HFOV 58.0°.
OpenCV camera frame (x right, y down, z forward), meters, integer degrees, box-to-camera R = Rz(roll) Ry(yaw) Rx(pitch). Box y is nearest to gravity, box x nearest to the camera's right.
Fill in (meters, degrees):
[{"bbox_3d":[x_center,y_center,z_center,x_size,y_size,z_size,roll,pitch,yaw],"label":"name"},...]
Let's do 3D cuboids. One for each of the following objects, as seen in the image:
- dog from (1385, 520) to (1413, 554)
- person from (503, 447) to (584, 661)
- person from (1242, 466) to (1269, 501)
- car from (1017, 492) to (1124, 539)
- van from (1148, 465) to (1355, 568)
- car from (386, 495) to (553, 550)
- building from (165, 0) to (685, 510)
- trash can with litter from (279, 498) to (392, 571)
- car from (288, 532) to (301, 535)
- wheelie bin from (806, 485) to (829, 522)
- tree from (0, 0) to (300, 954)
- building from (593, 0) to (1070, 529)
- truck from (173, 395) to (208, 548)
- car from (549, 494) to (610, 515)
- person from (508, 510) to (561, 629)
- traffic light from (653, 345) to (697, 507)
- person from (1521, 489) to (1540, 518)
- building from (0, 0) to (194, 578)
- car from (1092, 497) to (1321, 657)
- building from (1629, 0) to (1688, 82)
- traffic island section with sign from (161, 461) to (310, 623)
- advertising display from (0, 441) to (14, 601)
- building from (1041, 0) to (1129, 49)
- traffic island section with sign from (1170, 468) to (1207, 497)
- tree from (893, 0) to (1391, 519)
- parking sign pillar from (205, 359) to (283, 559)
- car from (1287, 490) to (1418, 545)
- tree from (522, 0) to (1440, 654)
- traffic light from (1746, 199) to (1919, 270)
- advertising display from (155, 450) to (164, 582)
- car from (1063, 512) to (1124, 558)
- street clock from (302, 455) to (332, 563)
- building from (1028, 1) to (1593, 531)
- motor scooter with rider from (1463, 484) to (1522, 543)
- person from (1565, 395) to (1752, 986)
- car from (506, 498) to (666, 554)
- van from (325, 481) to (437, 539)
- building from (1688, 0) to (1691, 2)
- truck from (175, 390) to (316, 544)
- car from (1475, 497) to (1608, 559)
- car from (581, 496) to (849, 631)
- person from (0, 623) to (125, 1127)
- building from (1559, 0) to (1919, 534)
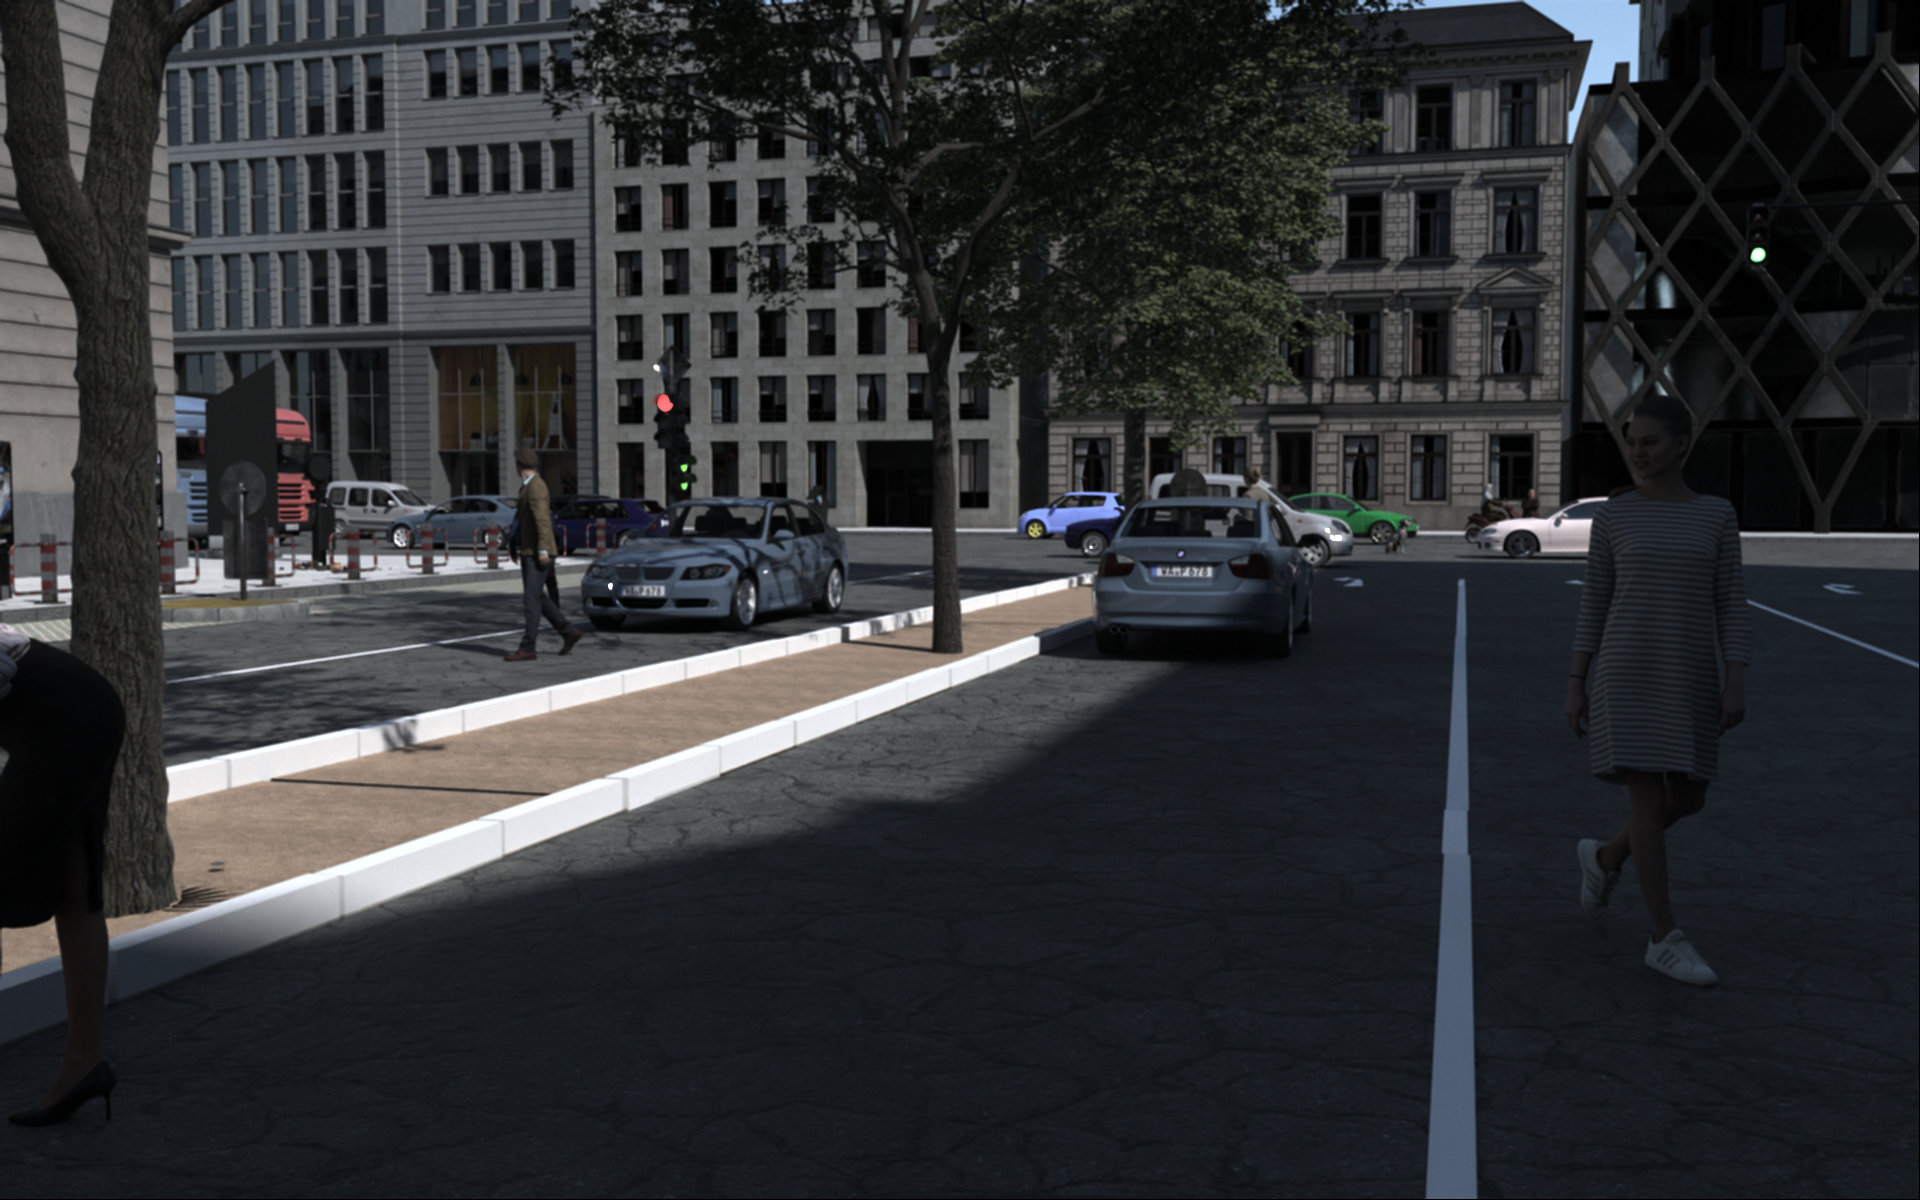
[{"bbox_3d":[10.497,-1.527,41.810,0.513,0.831,0.800,-1,4,-21],"label":"dog"},{"bbox_3d":[-3.679,-0.411,15.124,0.656,1.842,0.836,3,5,43],"label":"person"},{"bbox_3d":[3.330,-0.668,19.966,0.362,1.759,0.519,3,5,43],"label":"person"},{"bbox_3d":[3.658,-2.786,55.148,3.694,1.707,1.945,1,4,16],"label":"car"},{"bbox_3d":[5.749,-1.677,34.427,4.112,2.044,2.013,1,4,15],"label":"van"},{"bbox_3d":[-12.770,-2.028,45.155,4.499,1.417,2.014,1,4,18],"label":"car"},{"bbox_3d":[-27.068,-18.332,77.219,29.804,29.767,11.434,1,4,16],"label":"building"},{"bbox_3d":[-10.849,-1.142,29.733,1.678,1.210,2.233,-2,4,-34],"label":"trash can with litter"},{"bbox_3d":[-24.753,-2.944,59.931,4.920,1.459,2.131,1,4,17],"label":"car"},{"bbox_3d":[-5.223,-3.411,63.674,0.693,1.594,0.980,-2,4,-34],"label":"wheelie bin"},{"bbox_3d":[-2.852,-4.726,5.483,9.928,11.665,9.643,0,3,0],"label":"tree"},{"bbox_3d":[-4.777,-13.203,70.614,16.860,20.320,10.420,1,4,16],"label":"building"},{"bbox_3d":[-27.319,-3.465,46.414,18.799,4.110,2.967,1,4,18],"label":"truck"},{"bbox_3d":[-10.591,-2.476,50.269,4.222,1.686,2.009,1,4,15],"label":"car"},{"bbox_3d":[-4.459,-0.449,18.538,0.574,1.496,0.600,1,4,15],"label":"person"},{"bbox_3d":[-5.411,-2.673,32.621,0.839,4.253,0.868,1,4,16],"label":"traffic light"},{"bbox_3d":[14.275,-1.990,43.300,0.482,1.546,0.388,1,4,18],"label":"person"},{"bbox_3d":[-25.775,-14.610,26.268,23.554,28.519,14.401,1,4,16],"label":"building"},{"bbox_3d":[2.414,-0.285,16.667,2.014,1.417,4.499,1,4,15],"label":"car"},{"bbox_3d":[76.163,-34.645,155.682,28.713,52.752,27.495,1,4,16],"label":"building"},{"bbox_3d":[-8.757,-0.706,20.169,1.989,1.847,2.006,1,4,16],"label":"traffic island section with sign"},{"bbox_3d":[-11.614,-0.960,20.908,0.123,1.923,0.974,-1,4,-16],"label":"advertising display"},{"bbox_3d":[9.543,-36.544,139.487,21.231,58.520,28.212,1,4,16],"label":"building"},{"bbox_3d":[3.888,-1.356,30.311,2.006,1.907,1.989,1,4,16],"label":"traffic island section with sign"},{"bbox_3d":[2.624,-6.456,26.142,7.486,12.596,7.792,0,3,0],"label":"tree"},{"bbox_3d":[-14.360,-2.822,34.620,1.447,3.967,1.447,-2,4,-27],"label":"parking sign pillar"},{"bbox_3d":[10.744,-2.506,49.764,4.718,1.807,1.959,1,4,17],"label":"car"},{"bbox_3d":[0.007,-4.813,15.569,8.767,10.594,7.601,1,4,16],"label":"tree"},{"bbox_3d":[14.613,-3.182,26.699,4.771,5.953,1.251,1,4,16],"label":"traffic light"},{"bbox_3d":[-11.744,-1.195,24.754,0.123,1.923,0.974,1,4,11],"label":"advertising display"},{"bbox_3d":[4.345,-1.614,38.970,3.894,1.354,1.945,1,4,17],"label":"car"},{"bbox_3d":[-12.012,-1.702,32.406,0.358,2.002,0.471,3,4,39],"label":"street clock"},{"bbox_3d":[13.125,-12.279,65.390,19.286,19.102,10.561,1,4,16],"label":"building"},{"bbox_3d":[15.567,-2.519,50.147,1.986,1.779,0.876,1,4,17],"label":"motor scooter with rider"},{"bbox_3d":[2.117,0.238,5.359,0.466,1.731,0.760,-1,4,-15],"label":"person"},{"bbox_3d":[-8.503,-1.697,40.324,3.894,1.354,1.945,1,4,16],"label":"car"},{"bbox_3d":[-18.137,-2.941,55.100,4.112,2.044,2.013,1,4,14],"label":"van"},{"bbox_3d":[65.673,-42.502,133.158,20.563,71.187,20.611,1,4,16],"label":"building"},{"bbox_3d":[-22.923,-3.654,48.652,11.283,4.237,2.839,1,4,18],"label":"truck"},{"bbox_3d":[13.954,-1.594,38.420,4.827,1.381,2.083,1,4,15],"label":"car"},{"bbox_3d":[-2.653,-0.474,19.749,2.014,1.417,4.499,1,4,15],"label":"car"},{"bbox_3d":[-2.252,0.485,3.753,0.628,1.438,0.799,2,4,28],"label":"person"},{"bbox_3d":[31.272,-11.966,63.101,16.811,18.784,16.820,1,4,16],"label":"building"}]
